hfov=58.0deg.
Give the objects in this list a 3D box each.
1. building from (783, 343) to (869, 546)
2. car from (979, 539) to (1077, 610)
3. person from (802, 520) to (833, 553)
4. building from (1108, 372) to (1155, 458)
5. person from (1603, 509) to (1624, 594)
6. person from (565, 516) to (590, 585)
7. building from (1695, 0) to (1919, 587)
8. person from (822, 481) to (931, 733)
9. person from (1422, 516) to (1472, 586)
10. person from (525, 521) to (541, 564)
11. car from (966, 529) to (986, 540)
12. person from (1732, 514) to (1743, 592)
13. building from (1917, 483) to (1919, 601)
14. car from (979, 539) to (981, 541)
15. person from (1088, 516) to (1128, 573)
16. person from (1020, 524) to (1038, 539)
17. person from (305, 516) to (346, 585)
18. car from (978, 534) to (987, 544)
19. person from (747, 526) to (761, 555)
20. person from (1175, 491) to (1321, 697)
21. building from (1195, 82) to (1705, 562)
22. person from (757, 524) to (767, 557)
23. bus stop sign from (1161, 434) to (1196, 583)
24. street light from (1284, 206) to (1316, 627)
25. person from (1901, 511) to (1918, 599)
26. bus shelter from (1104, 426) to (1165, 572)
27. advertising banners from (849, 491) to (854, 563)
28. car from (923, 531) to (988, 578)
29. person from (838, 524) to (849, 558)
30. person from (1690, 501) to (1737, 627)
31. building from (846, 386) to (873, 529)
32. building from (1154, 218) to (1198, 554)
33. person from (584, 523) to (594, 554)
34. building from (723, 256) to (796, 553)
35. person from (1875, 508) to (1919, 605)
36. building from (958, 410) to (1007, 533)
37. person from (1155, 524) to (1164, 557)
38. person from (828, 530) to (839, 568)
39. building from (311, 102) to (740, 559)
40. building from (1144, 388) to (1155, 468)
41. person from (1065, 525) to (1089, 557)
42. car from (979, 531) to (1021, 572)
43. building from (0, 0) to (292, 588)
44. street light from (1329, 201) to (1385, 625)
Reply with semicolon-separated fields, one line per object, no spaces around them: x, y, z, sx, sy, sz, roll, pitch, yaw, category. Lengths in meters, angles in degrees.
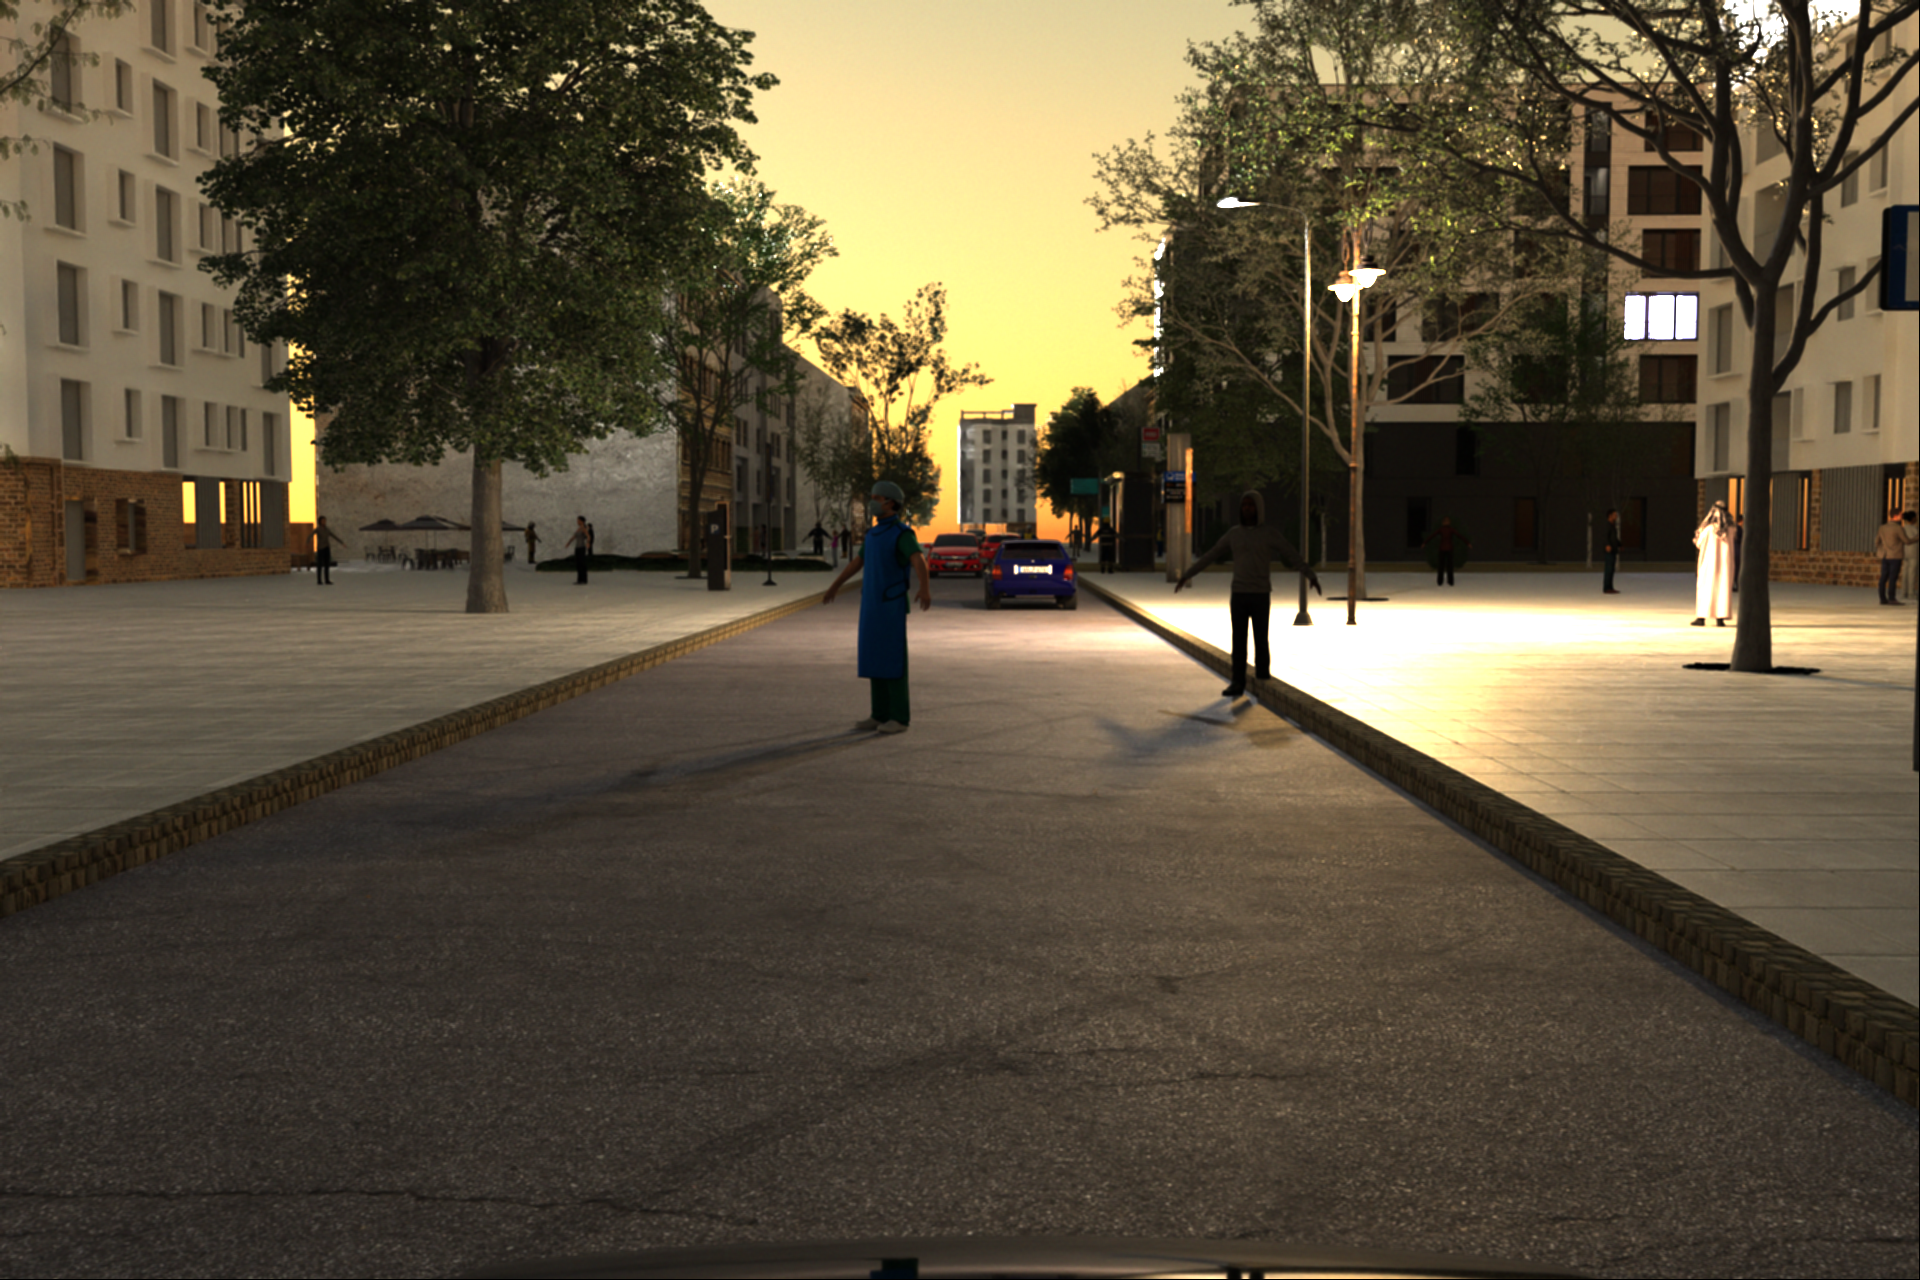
-20.685;-22.380;196.843;19.493;23.208;18.063;0;4;2;building
1.359;-1.314;34.071;1.945;1.354;3.894;0;3;0;car
-5.887;-4.051;72.021;1.354;1.856;0.705;0;4;-6;person
27.265;-23.240;210.895;19.493;23.208;18.063;0;4;1;building
14.095;-1.919;37.448;0.705;1.821;1.348;2;4;33;person
-9.698;-2.274;43.992;0.721;1.737;1.217;-3;5;-40;person
27.030;-11.801;49.363;16.016;20.090;11.380;0;4;2;building
-0.563;-0.247;12.616;0.704;1.817;1.347;-2;4;-35;person
12.083;-2.215;43.019;1.215;1.729;0.721;1;4;22;person
-18.671;-4.268;75.555;0.705;1.858;1.354;1;4;11;person
1.244;-7.772;135.741;2.281;1.827;5.304;0;4;1;car
17.136;-1.905;38.109;0.530;1.710;0.541;3;5;44;person
27.398;-11.762;23.239;19.493;23.208;18.063;0;4;1;building
0.408;-6.534;118.623;2.131;1.459;4.920;0;4;1;car
4.803;-3.105;56.540;1.351;1.858;0.704;1;4;21;person
2.508;-3.225;61.646;1.216;1.772;0.721;2;4;28;person
-16.161;-2.283;44.093;0.721;1.744;1.215;2;4;32;person
2.018;-5.852;105.466;2.009;1.686;4.222;0;4;1;car
-11.574;-5.577;97.989;0.721;1.733;1.217;3;5;43;person
2.563;-0.412;15.326;1.348;1.813;0.705;2;4;29;person
26.713;-15.360;95.112;27.936;21.610;32.646;0;4;1;building
-10.957;-5.517;96.344;0.704;1.843;1.345;-2;4;-26;person
5.760;-3.464;45.658;0.837;3.901;0.837;0;4;2;bus stop sign
5.328;-3.145;23.961;1.470;5.913;1.316;0;4;2;street light
19.051;-1.699;34.556;0.721;1.739;1.217;0;4;-4;person
6.349;-5.184;62.385;2.179;5.291;8.768;0;4;2;bus shelter
-4.345;-4.475;69.353;0.090;3.025;2.074;0;4;1;advertising banners
-0.121;-2.980;57.765;2.155;1.783;4.494;0;4;2;car
-6.153;-5.249;91.957;0.704;1.812;1.346;-3;4;-38;person
10.513;-1.061;24.066;0.551;1.740;0.621;-1;4;-9;person
-20.612;-21.810;223.054;16.747;18.905;31.486;0;4;1;building
28.124;-17.368;127.945;27.936;21.610;32.646;0;4;1;building
-18.415;-4.884;86.044;0.705;1.806;1.347;1;4;10;person
-22.030;-15.696;123.087;16.747;18.905;31.486;0;4;2;building
17.029;-1.513;31.319;0.750;1.759;0.617;0;4;3;person
0.113;-24.217;254.823;11.380;20.090;16.016;0;4;-4;building
11.014;-5.489;95.708;0.705;1.833;1.349;-1;4;-17;person
-4.845;-3.481;66.173;0.599;1.433;0.991;1;4;16;person
-23.233;-16.224;96.183;19.493;23.208;18.063;0;4;1;building
29.957;-21.569;183.585;19.493;23.208;18.063;0;4;1;building
6.531;-5.559;97.165;1.348;1.796;0.705;1;4;15;person
1.667;-3.521;66.605;2.155;1.783;4.494;0;4;1;car
-26.794;-11.382;42.508;16.016;20.090;11.380;0;4;1;building
5.510;-3.145;24.207;0.468;5.910;1.993;0;4;1;street light
